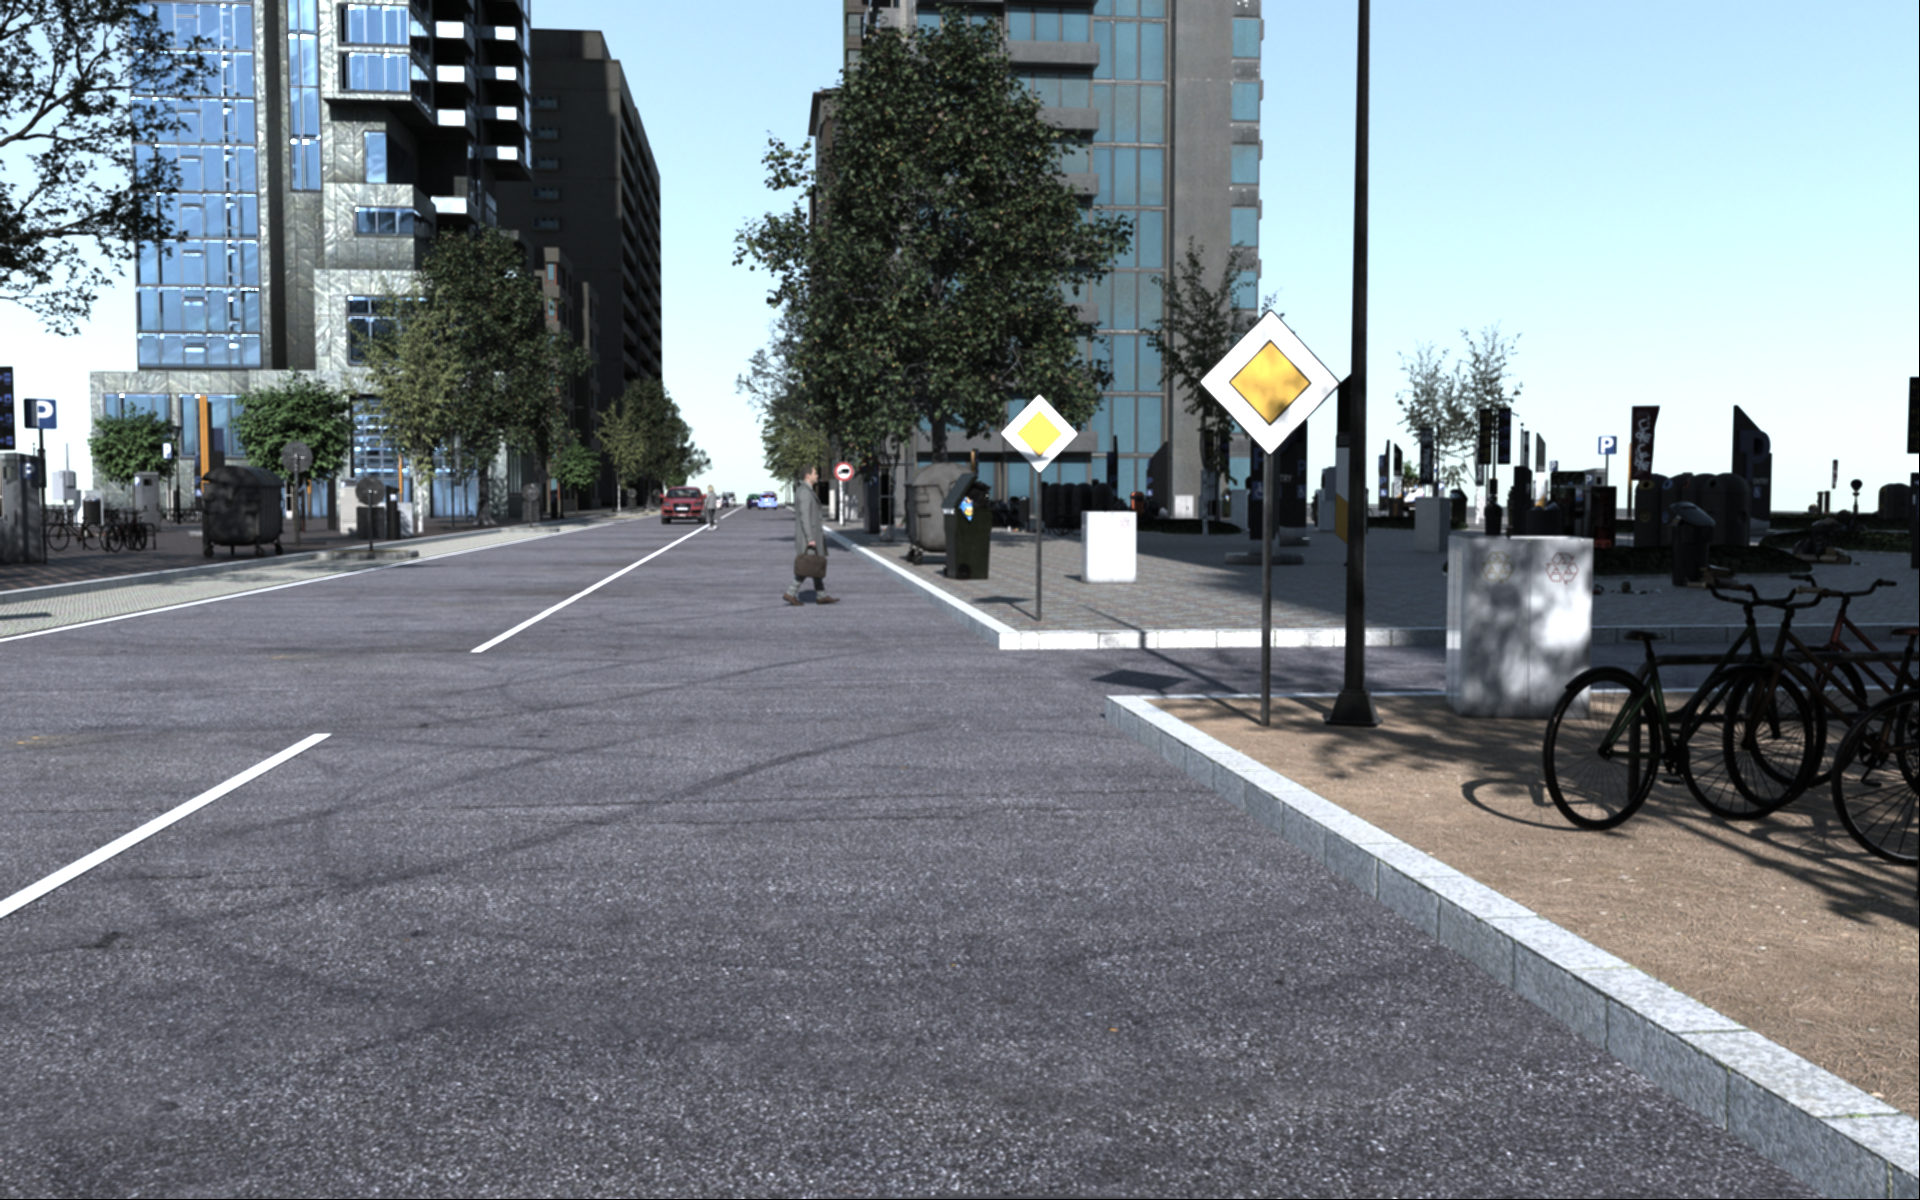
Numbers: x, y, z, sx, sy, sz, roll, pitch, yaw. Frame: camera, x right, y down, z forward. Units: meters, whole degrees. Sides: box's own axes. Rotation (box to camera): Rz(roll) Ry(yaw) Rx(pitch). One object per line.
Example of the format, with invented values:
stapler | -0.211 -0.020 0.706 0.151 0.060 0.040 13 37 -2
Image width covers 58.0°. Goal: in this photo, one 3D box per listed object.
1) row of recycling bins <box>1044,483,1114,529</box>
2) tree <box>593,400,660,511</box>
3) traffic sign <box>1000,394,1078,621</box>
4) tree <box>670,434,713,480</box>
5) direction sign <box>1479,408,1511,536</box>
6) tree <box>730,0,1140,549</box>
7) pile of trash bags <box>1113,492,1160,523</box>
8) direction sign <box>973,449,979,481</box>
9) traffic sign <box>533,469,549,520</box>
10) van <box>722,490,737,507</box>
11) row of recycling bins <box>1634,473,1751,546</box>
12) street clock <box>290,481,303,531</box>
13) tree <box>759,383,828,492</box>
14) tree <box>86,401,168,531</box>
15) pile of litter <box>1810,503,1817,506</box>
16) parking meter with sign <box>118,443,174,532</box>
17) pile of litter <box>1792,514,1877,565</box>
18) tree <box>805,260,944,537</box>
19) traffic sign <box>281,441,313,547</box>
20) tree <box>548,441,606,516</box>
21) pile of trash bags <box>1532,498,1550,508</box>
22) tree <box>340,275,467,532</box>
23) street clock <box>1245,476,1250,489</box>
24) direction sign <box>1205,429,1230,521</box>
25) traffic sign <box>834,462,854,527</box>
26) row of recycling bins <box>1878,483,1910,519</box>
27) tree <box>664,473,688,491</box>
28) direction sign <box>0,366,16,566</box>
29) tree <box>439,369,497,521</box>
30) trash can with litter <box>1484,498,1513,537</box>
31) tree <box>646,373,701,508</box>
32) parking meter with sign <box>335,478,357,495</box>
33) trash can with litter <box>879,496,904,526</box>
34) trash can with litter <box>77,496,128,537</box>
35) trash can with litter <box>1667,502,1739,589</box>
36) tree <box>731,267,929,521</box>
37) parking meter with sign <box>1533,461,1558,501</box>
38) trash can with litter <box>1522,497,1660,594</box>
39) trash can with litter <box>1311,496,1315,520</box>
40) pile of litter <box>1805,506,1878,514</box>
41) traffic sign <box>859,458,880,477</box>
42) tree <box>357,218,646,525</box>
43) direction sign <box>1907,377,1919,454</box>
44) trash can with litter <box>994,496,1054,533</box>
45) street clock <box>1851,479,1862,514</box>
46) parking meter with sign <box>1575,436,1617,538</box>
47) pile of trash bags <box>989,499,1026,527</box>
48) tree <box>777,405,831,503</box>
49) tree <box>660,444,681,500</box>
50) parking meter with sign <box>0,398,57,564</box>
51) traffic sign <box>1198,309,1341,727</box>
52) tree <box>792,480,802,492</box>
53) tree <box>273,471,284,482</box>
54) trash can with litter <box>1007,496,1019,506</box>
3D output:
row of recycling bins | 4.387 -3.501 64.355 1.069 1.692 3.534 -3 4 -36
tree | -25.985 -11.172 133.025 4.737 8.622 4.395 0 3 0
traffic sign | 0.793 -0.844 17.449 0.795 2.450 0.064 0 4 -6
tree | -39.129 -19.067 246.160 8.767 10.594 7.601 0 4 -3
direction sign | 14.085 -3.283 45.671 0.876 3.537 0.379 3 5 43
tree | -0.503 -7.550 40.449 9.611 12.733 9.660 0 3 0
pile of trash bags | 6.824 -3.524 67.375 1.912 1.369 3.447 0 4 -1
direction sign | 0.785 -5.782 86.529 0.379 3.537 0.876 1 4 17
traffic sign | -20.988 -5.299 86.749 0.768 2.556 0.104 0 4 -4
van | -26.351 -11.628 197.129 2.013 2.044 4.112 0 4 -7
row of recycling bins | 14.817 -1.711 35.093 1.069 1.692 3.534 0 4 -6
street clock | -22.739 -3.354 59.403 0.471 2.002 0.358 -2 4 -32
tree | -16.762 -15.740 175.477 7.486 12.596 7.792 0 3 0
tree | -29.225 -4.751 61.385 4.285 4.588 4.351 0 3 0
pile of litter | 38.914 -3.952 78.578 1.719 0.858 1.176 0 4 6
parking meter with sign | -27.379 -3.792 58.261 0.543 3.016 1.738 2 4 35
pile of litter | 15.930 -1.105 32.035 1.176 0.858 1.719 -2 4 -30
tree | -1.887 -6.181 51.419 4.360 8.622 3.978 0 3 0
traffic sign | -15.931 -2.539 41.612 0.768 2.556 0.104 0 4 1
tree | -22.324 -7.185 101.183 4.285 4.588 4.351 0 3 0
pile of trash bags | 27.956 -4.483 83.057 1.912 1.369 3.447 0 4 -7
tree | -18.183 -6.552 57.482 4.737 8.622 4.395 0 3 0
street clock | 11.754 -3.998 69.931 0.471 2.002 0.358 0 4 4
direction sign | 8.979 -4.199 60.643 0.876 3.537 0.379 0 4 7
traffic sign | -4.582 -4.178 68.418 0.768 2.556 0.104 0 4 0
row of recycling bins | 36.325 -3.677 67.225 1.069 1.692 3.534 2 4 23
tree | -35.289 -14.105 214.329 4.285 4.588 4.351 0 3 0
direction sign | -17.197 -2.378 30.882 0.876 3.537 0.379 1 4 16
tree | -23.455 -8.040 81.816 4.360 8.622 3.978 0 3 0
trash can with litter | 16.417 -2.513 52.469 1.055 1.170 0.624 2 4 24
tree | -29.559 -15.145 164.627 9.611 12.733 9.660 0 3 0
parking meter with sign | -29.081 -5.275 82.503 0.543 3.016 1.738 2 4 32
trash can with litter | -2.743 -3.517 68.565 2.233 1.210 1.678 -3 5 -42
trash can with litter | -26.107 -2.564 52.987 1.678 1.210 2.233 3 4 37
trash can with litter | 10.295 -0.765 23.901 0.624 1.170 1.055 -1 4 -22
tree | -5.742 -10.591 83.538 12.009 13.543 11.850 0 3 0
parking meter with sign | 30.246 -5.750 90.272 1.738 3.016 0.543 -1 4 -20
trash can with litter | 7.995 -0.699 22.485 2.233 1.210 1.678 0 4 7
trash can with litter | 17.803 -4.518 85.258 0.624 1.170 1.055 -3 4 -36
pile of litter | 25.151 -2.150 49.116 1.176 0.858 1.719 -3 4 -38
traffic sign | -3.023 -3.559 58.302 0.768 2.556 0.104 0 4 -5
tree | -20.047 -9.504 72.405 9.611 12.733 9.660 0 3 0
direction sign | 18.762 -2.540 33.519 0.876 3.537 0.379 0 4 -1
trash can with litter | 2.283 -2.859 57.801 1.678 1.210 2.233 -2 4 -35
street clock | 43.963 -4.918 84.980 0.471 2.002 0.358 1 4 11
parking meter with sign | 18.846 -3.384 51.583 1.738 3.016 0.543 -3 5 -42
pile of trash bags | 0.719 -3.500 66.970 3.447 1.369 1.912 -1 4 -23
tree | -10.670 -10.484 121.779 4.737 8.622 4.395 0 3 0
tree | -31.603 -14.229 183.004 4.737 8.622 4.395 0 3 0
parking meter with sign | -17.487 -2.203 32.274 1.738 3.016 0.543 3 4 37
traffic sign | 1.685 -0.359 9.514 0.795 2.450 0.064 0 4 -6
tree | -18.301 -12.356 196.618 1.663 3.219 1.824 0 3 0
tree | -27.802 -4.578 69.449 1.663 3.219 1.824 0 3 0
trash can with litter | 2.731 -4.347 82.465 0.624 1.170 1.055 2 4 33
